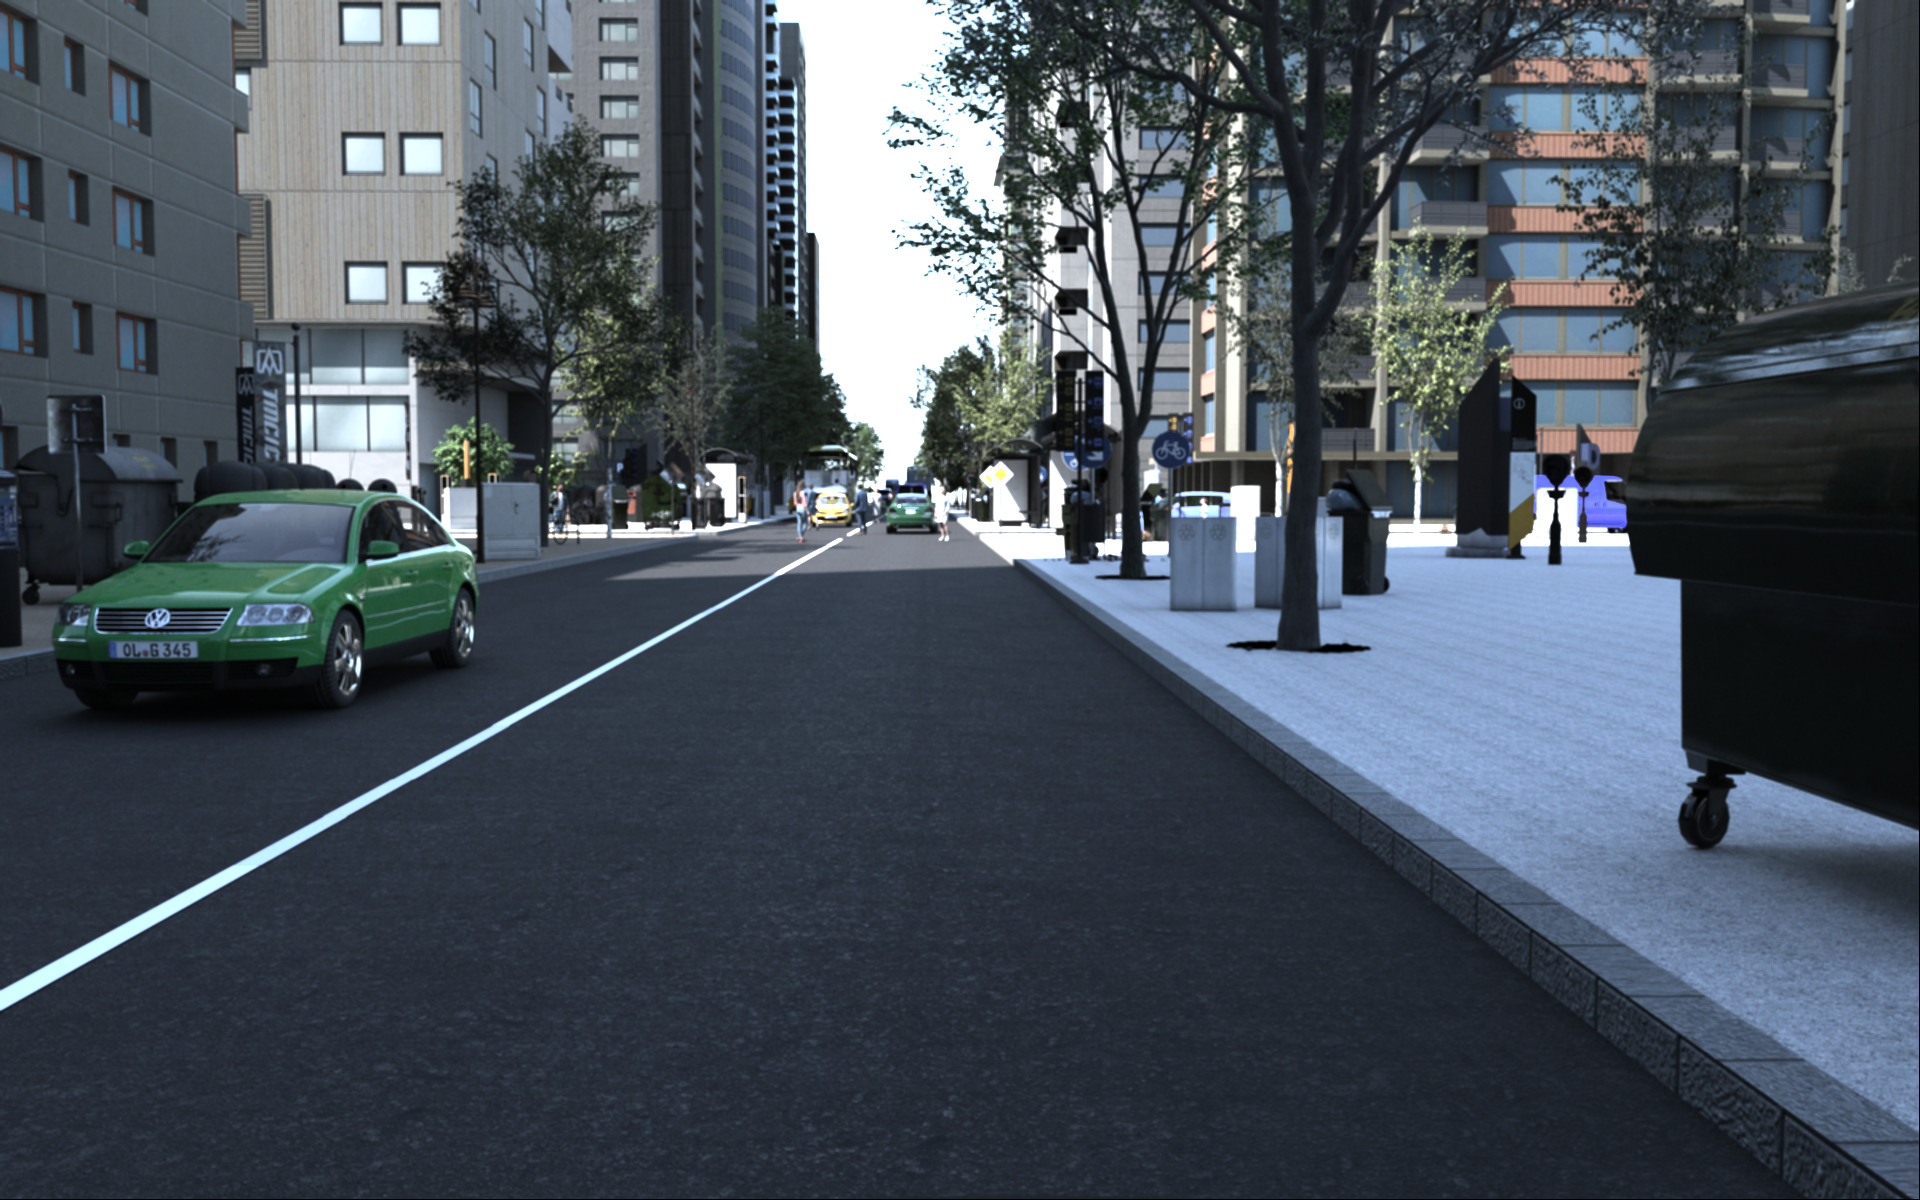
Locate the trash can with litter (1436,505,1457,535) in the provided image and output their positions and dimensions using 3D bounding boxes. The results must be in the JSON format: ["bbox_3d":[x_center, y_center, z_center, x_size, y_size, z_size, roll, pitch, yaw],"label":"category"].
[{"bbox_3d":[15.534,-2.628,54.349,1.055,1.170,0.624,0,4,7],"label":"trash can with litter"}]

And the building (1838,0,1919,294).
[{"bbox_3d":[59.828,-30.177,82.626,27.495,52.752,28.713,0,4,-1],"label":"building"}]

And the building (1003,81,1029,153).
[{"bbox_3d":[15.521,-51.787,284.961,20.563,71.187,20.611,0,4,-1],"label":"building"}]

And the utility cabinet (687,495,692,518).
[{"bbox_3d":[-14.091,-4.981,92.607,1.020,1.237,0.306,-1,4,-18],"label":"utility cabinet"}]

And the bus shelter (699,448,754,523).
[{"bbox_3d":[-10.692,-5.210,79.103,2.014,3.302,5.546,0,4,-1],"label":"bus shelter"}]

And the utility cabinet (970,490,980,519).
[{"bbox_3d":[0.895,-4.879,88.453,0.318,1.500,1.173,-2,4,-28],"label":"utility cabinet"}]

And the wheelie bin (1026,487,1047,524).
[{"bbox_3d":[3.227,-4.046,74.065,0.980,1.594,0.693,0,4,-7],"label":"wheelie bin"}]

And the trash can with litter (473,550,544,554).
[{"bbox_3d":[-9.764,-1.627,37.667,1.678,1.210,2.233,2,4,26],"label":"trash can with litter"}]

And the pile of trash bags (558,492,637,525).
[{"bbox_3d":[-15.022,-3.809,72.036,3.447,1.369,1.912,-3,5,-40],"label":"pile of trash bags"}]

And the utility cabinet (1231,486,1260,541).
[{"bbox_3d":[7.817,-2.378,47.554,0.318,1.500,1.173,-1,4,-18],"label":"utility cabinet"}]

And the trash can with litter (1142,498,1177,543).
[{"bbox_3d":[5.211,-2.124,46.116,1.055,1.170,0.624,-3,4,-37],"label":"trash can with litter"}]

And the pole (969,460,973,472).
[{"bbox_3d":[0.669,-6.685,103.143,0.158,3.312,0.155,0,3,0],"label":"pole"}]

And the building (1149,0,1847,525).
[{"bbox_3d":[23.707,-26.000,79.717,28.867,44.769,22.147,0,4,-1],"label":"building"}]

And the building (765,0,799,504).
[{"bbox_3d":[-32.706,-56.781,241.047,22.319,86.520,31.000,0,4,-1],"label":"building"}]

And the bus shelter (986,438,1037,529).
[{"bbox_3d":[2.086,-4.348,65.011,2.014,3.302,5.546,0,4,-1],"label":"bus shelter"}]

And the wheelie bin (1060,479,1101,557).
[{"bbox_3d":[2.469,-1.692,35.567,0.693,1.594,0.980,-2,4,-26],"label":"wheelie bin"}]

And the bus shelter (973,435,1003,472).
[{"bbox_3d":[1.943,-8.408,115.099,2.179,5.291,8.768,0,4,-1],"label":"bus shelter"}]

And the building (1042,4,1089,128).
[{"bbox_3d":[21.901,-35.063,162.513,28.713,52.752,27.495,0,4,-1],"label":"building"}]

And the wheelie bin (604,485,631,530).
[{"bbox_3d":[-12.287,-3.305,61.948,0.980,1.594,0.693,-2,4,-35],"label":"wheelie bin"}]

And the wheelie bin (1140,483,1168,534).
[{"bbox_3d":[5.603,-2.560,49.766,0.693,1.594,0.980,-2,4,-29],"label":"wheelie bin"}]

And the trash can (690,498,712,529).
[{"bbox_3d":[-9.662,-3.216,64.227,0.748,1.137,0.748,0,3,0],"label":"trash can"}]

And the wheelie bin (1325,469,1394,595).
[{"bbox_3d":[5.091,-0.875,22.212,0.693,1.594,0.980,3,5,40],"label":"wheelie bin"}]

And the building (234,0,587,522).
[{"bbox_3d":[-34.710,-30.336,85.238,28.713,52.752,27.495,0,4,-1],"label":"building"}]

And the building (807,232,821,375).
[{"bbox_3d":[-30.319,-38.908,286.254,14.600,45.320,14.200,0,4,-1],"label":"building"}]

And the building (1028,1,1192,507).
[{"bbox_3d":[17.982,-39.637,190.061,21.231,58.520,28.212,0,4,-1],"label":"building"}]

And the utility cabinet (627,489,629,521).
[{"bbox_3d":[-16.149,-4.444,81.338,1.173,1.500,0.318,-1,4,-22],"label":"utility cabinet"}]

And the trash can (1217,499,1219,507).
[{"bbox_3d":[15.516,-5.884,107.850,0.748,1.137,0.748,0,3,0],"label":"trash can"}]

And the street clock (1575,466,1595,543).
[{"bbox_3d":[16.253,-2.482,45.147,0.471,2.002,0.358,2,4,35],"label":"street clock"}]

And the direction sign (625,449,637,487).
[{"bbox_3d":[-16.396,-5.776,86.440,0.876,3.537,0.379,3,5,42],"label":"direction sign"}]

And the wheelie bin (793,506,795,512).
[{"bbox_3d":[-11.857,-7.275,126.857,0.980,1.594,0.693,-1,4,-12],"label":"wheelie bin"}]

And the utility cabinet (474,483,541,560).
[{"bbox_3d":[-8.755,-1.527,33.641,1.173,1.500,0.318,-3,5,-40],"label":"utility cabinet"}]

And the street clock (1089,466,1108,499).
[{"bbox_3d":[3.597,-2.473,45.006,0.471,2.002,0.358,-1,4,-12],"label":"street clock"}]

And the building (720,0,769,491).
[{"bbox_3d":[-30.679,-38.392,169.705,21.231,58.520,28.212,0,4,-1],"label":"building"}]

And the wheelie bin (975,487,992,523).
[{"bbox_3d":[1.115,-4.276,77.817,0.693,1.594,0.980,-2,4,-25],"label":"wheelie bin"}]

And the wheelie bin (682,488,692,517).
[{"bbox_3d":[-14.928,-5.341,95.240,0.980,1.594,0.693,2,4,27],"label":"wheelie bin"}]

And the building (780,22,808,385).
[{"bbox_3d":[-31.906,-50.752,268.054,20.563,71.187,20.611,0,4,-1],"label":"building"}]

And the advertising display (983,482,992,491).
[{"bbox_3d":[1.718,-5.473,94.693,0.974,1.923,0.123,0,4,-8],"label":"advertising display"}]

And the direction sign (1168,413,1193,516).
[{"bbox_3d":[6.162,-3.454,48.474,0.379,3.537,0.876,-3,5,-44],"label":"direction sign"}]

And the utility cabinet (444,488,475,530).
[{"bbox_3d":[-17.463,-3.173,60.563,0.318,1.500,1.173,3,4,37],"label":"utility cabinet"}]

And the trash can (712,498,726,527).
[{"bbox_3d":[-9.413,-3.392,67.108,0.748,1.137,0.748,0,3,0],"label":"trash can"}]

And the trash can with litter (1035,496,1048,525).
[{"bbox_3d":[3.307,-3.757,72.821,0.624,1.170,1.055,1,4,19],"label":"trash can with litter"}]

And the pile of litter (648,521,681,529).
[{"bbox_3d":[-11.223,-3.099,64.638,1.719,0.858,1.176,3,4,36],"label":"pile of litter"}]

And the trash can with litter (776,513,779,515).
[{"bbox_3d":[-11.801,-5.894,107.423,1.678,1.210,2.233,-1,4,-10],"label":"trash can with litter"}]

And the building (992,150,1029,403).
[{"bbox_3d":[19.737,-41.104,261.284,28.713,52.752,27.495,0,4,-1],"label":"building"}]

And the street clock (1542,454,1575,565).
[{"bbox_3d":[10.836,-1.646,31.487,0.471,2.002,0.358,2,4,33],"label":"street clock"}]

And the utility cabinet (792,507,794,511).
[{"bbox_3d":[-12.131,-7.350,128.858,0.318,1.500,1.173,1,4,23],"label":"utility cabinet"}]

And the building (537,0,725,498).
[{"bbox_3d":[-24.486,-26.808,121.897,14.154,41.232,14.086,0,4,-1],"label":"building"}]

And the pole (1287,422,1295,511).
[{"bbox_3d":[9.200,-3.317,48.069,0.158,3.312,0.155,0,3,0],"label":"pole"}]

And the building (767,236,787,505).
[{"bbox_3d":[-26.922,-25.727,192.337,14.160,30.474,14.107,0,4,-1],"label":"building"}]

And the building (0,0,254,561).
[{"bbox_3d":[-31.365,-11.178,27.804,28.899,21.520,27.650,0,4,-1],"label":"building"}]

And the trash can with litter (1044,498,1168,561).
[{"bbox_3d":[2.880,-1.365,33.376,2.233,1.210,1.678,2,4,25],"label":"trash can with litter"}]

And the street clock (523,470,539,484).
[{"bbox_3d":[-13.144,-2.967,53.087,0.358,2.002,0.471,2,4,29],"label":"street clock"}]

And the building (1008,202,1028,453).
[{"bbox_3d":[13.660,-34.069,240.615,14.154,41.232,14.086,0,4,-1],"label":"building"}]

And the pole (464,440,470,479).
[{"bbox_3d":[-18.758,-4.412,65.978,0.158,3.312,0.155,0,3,0],"label":"pole"}]

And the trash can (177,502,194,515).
[{"bbox_3d":[-14.254,-1.263,32.299,0.748,1.137,0.748,0,3,0],"label":"trash can"}]

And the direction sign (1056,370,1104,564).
[{"bbox_3d":[2.201,-2.437,31.837,0.876,3.537,0.379,0,4,-3],"label":"direction sign"}]

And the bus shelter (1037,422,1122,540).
[{"bbox_3d":[3.505,-3.447,50.282,2.014,3.302,5.546,0,4,-1],"label":"bus shelter"}]

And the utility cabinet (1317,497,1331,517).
[{"bbox_3d":[22.705,-5.974,108.839,1.020,1.237,0.306,0,4,5],"label":"utility cabinet"}]

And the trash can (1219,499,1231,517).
[{"bbox_3d":[15.015,-5.157,95.972,0.748,1.137,0.748,0,3,0],"label":"trash can"}]
